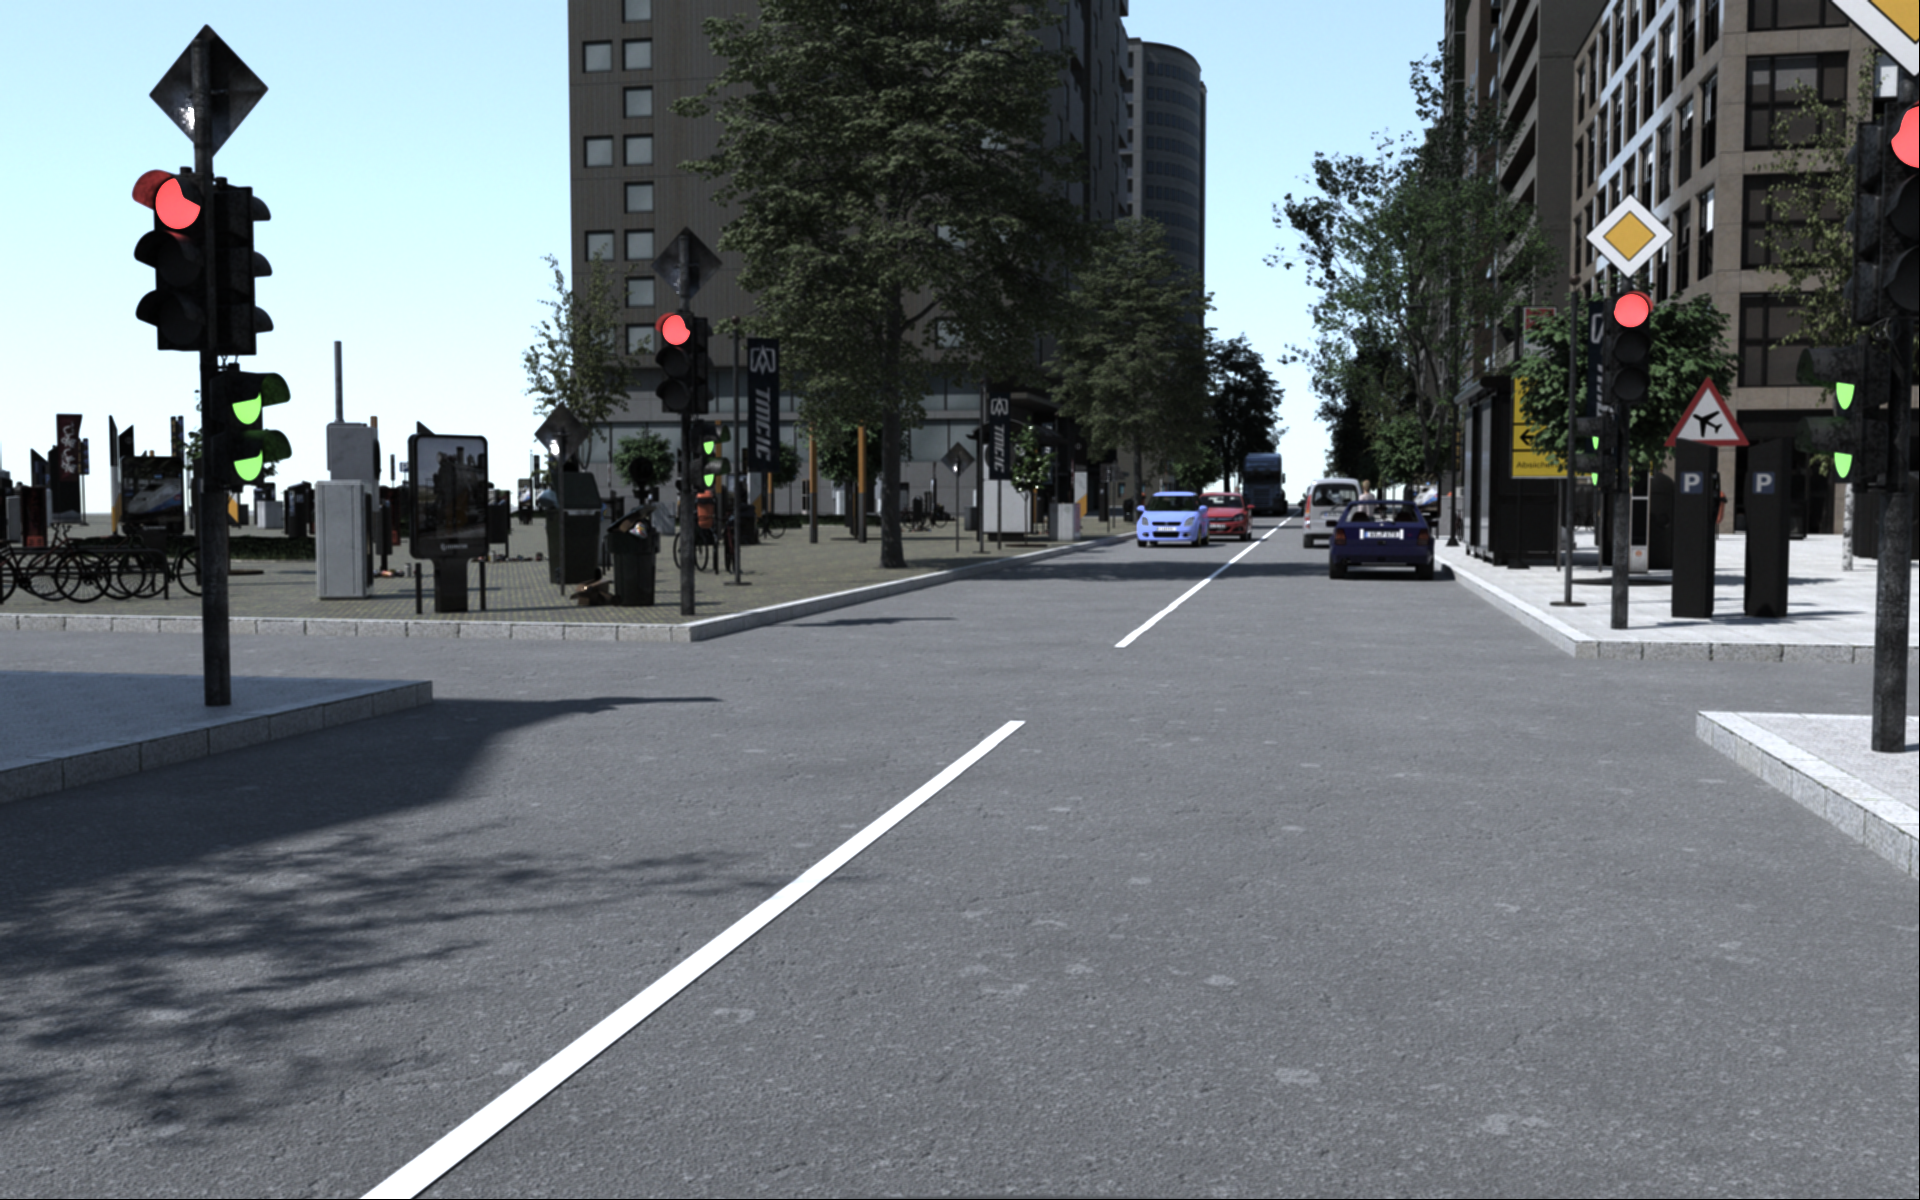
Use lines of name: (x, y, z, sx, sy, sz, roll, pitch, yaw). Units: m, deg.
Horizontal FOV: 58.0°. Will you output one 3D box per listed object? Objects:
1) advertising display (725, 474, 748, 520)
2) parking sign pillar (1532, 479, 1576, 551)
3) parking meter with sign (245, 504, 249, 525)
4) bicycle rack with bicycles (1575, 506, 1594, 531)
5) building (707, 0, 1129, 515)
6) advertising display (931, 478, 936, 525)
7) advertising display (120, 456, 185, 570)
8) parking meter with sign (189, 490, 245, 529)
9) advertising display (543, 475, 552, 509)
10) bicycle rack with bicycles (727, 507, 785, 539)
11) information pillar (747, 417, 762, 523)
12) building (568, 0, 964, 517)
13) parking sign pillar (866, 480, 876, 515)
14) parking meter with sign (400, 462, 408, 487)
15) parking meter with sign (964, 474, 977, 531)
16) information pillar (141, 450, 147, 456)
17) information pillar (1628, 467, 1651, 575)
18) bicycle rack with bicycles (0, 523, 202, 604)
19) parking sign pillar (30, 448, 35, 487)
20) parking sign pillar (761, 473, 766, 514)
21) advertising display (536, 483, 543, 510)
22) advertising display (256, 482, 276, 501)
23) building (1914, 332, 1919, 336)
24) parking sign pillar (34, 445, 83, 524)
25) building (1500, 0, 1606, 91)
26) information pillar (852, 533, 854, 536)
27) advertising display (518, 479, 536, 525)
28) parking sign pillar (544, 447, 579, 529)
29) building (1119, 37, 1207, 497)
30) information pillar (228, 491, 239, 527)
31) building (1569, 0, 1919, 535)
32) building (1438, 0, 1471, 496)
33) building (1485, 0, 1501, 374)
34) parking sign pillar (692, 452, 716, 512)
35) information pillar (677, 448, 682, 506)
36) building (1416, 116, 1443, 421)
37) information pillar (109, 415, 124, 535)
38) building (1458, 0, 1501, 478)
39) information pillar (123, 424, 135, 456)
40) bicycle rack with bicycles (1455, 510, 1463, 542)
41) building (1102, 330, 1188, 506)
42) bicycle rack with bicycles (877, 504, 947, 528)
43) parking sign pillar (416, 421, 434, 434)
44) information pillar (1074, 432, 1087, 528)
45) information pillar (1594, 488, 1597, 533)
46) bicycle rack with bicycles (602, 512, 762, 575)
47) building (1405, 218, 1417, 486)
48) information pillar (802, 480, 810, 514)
advertising display: (-6.945, -3.044, 54.981, 0.974, 1.923, 0.123, -1, 4, -18)
parking sign pillar: (13.378, -3.129, 39.625, 1.447, 3.967, 1.447, 0, 4, 2)
parking meter with sign: (-30.089, -4.576, 71.083, 0.543, 3.016, 1.738, 2, 4, 31)
bicycle rack with bicycles: (22.348, -2.862, 60.183, 2.925, 0.926, 2.852, -3, 5, -39)
building: (-1.316, -33.497, 136.914, 28.713, 52.752, 27.495, 1, 4, 12)
advertising display: (-1.091, -4.053, 71.478, 0.123, 1.923, 0.974, 0, 4, -8)
advertising display: (-13.726, -1.483, 29.466, 0.974, 1.923, 0.123, -2, 4, -34)
parking meter with sign: (-27.170, -4.091, 63.150, 1.738, 3.016, 0.543, -1, 4, -11)
advertising display: (-13.054, -3.135, 56.474, 0.974, 1.923, 0.123, 1, 4, 19)
bicycle rack with bicycles: (-6.504, -2.247, 50.121, 2.925, 0.926, 2.852, -1, 4, -18)
information pillar: (-6.266, -3.755, 52.744, 0.183, 3.616, 0.504, 3, 5, 44)
building: (-6.904, -31.853, 110.043, 28.713, 52.752, 27.495, 1, 4, 12)
parking sign pillar: (-4.051, -5.421, 77.107, 1.447, 3.967, 1.447, 0, 4, -7)
parking meter with sign: (-30.316, -6.043, 95.060, 0.543, 3.016, 1.738, -1, 4, -10)
parking meter with sign: (0.914, -3.953, 60.891, 1.738, 3.016, 0.543, -3, 5, -42)
information pillar: (-43.344, -6.158, 92.038, 0.504, 3.616, 0.183, 2, 4, 29)
information pillar: (10.853, -1.420, 27.717, 0.304, 2.012, 0.304, 1, 4, 12)
bicycle rack with bicycles: (-10.625, -0.483, 21.287, 2.925, 0.926, 2.852, -2, 4, -28)
parking sign pillar: (-54.389, -6.987, 102.706, 1.447, 3.967, 1.447, 1, 4, 17)
parking sign pillar: (-9.461, -5.712, 81.865, 1.447, 3.967, 1.447, 0, 4, 1)
advertising display: (-23.883, -5.714, 98.641, 0.974, 1.923, 0.123, 3, 5, 44)
advertising display: (-38.336, -5.535, 95.703, 0.974, 1.923, 0.123, -2, 4, -26)
building: (40.789, -15.238, 25.555, 44.131, 29.872, 17.030, 1, 4, 12)
parking sign pillar: (-38.844, -5.290, 74.971, 1.447, 3.967, 1.447, 2, 4, 35)
building: (42.560, -28.994, 97.758, 21.300, 48.544, 21.600, 1, 4, 12)
information pillar: (-3.222, -3.778, 53.127, 0.183, 3.616, 0.504, 0, 4, -3)
advertising display: (-18.146, -4.107, 72.358, 0.974, 1.923, 0.123, 3, 5, 45)
parking sign pillar: (-14.567, -4.598, 63.644, 1.447, 3.967, 1.447, 3, 5, 39)
building: (20.524, -41.868, 226.545, 21.231, 58.520, 28.212, 1, 4, 12)
information pillar: (-28.065, -4.619, 66.879, 0.504, 3.616, 0.183, 1, 4, 22)
building: (36.909, -16.198, 69.357, 19.350, 26.468, 34.151, 1, 4, 12)
building: (63.298, -46.312, 195.458, 20.563, 71.187, 20.611, 1, 4, 12)
building: (49.742, -30.775, 122.787, 23.786, 49.044, 30.456, 1, 4, 12)
parking sign pillar: (-11.967, -5.712, 81.858, 1.447, 3.967, 1.447, -2, 4, -32)
information pillar: (-14.051, -5.887, 87.612, 0.504, 3.616, 0.183, 1, 4, 9)
building: (68.608, -36.261, 216.563, 21.300, 48.544, 21.600, 1, 4, 12)
information pillar: (-25.160, -3.681, 51.541, 0.183, 3.616, 0.504, -1, 4, -8)
building: (49.991, -30.322, 145.868, 14.600, 45.320, 14.200, 1, 4, 12)
information pillar: (-27.771, -4.064, 57.796, 0.504, 3.616, 0.183, -1, 4, -18)
bicycle rack with bicycles: (14.357, -2.009, 46.228, 2.852, 0.926, 2.925, 1, 4, 12)
building: (11.557, -21.736, 200.426, 27.650, 21.520, 28.899, 1, 4, 12)
bicycle rack with bicycles: (-1.922, -3.219, 66.017, 2.925, 0.926, 2.852, -1, 4, -13)
parking sign pillar: (-19.427, -4.591, 63.541, 1.447, 3.967, 1.447, 1, 4, 22)
information pillar: (4.493, -4.483, 64.649, 0.504, 3.616, 0.183, 0, 4, 1)
information pillar: (21.075, -3.207, 56.919, 0.304, 2.012, 0.304, -1, 4, -11)
bicycle rack with bicycles: (-4.779, -0.923, 28.471, 2.852, 0.926, 2.925, 0, 4, -8)
building: (67.851, -33.733, 235.136, 14.154, 41.232, 14.086, 1, 4, 12)
information pillar: (-7.864, -5.137, 88.474, 0.304, 2.012, 0.304, 2, 4, 34)
